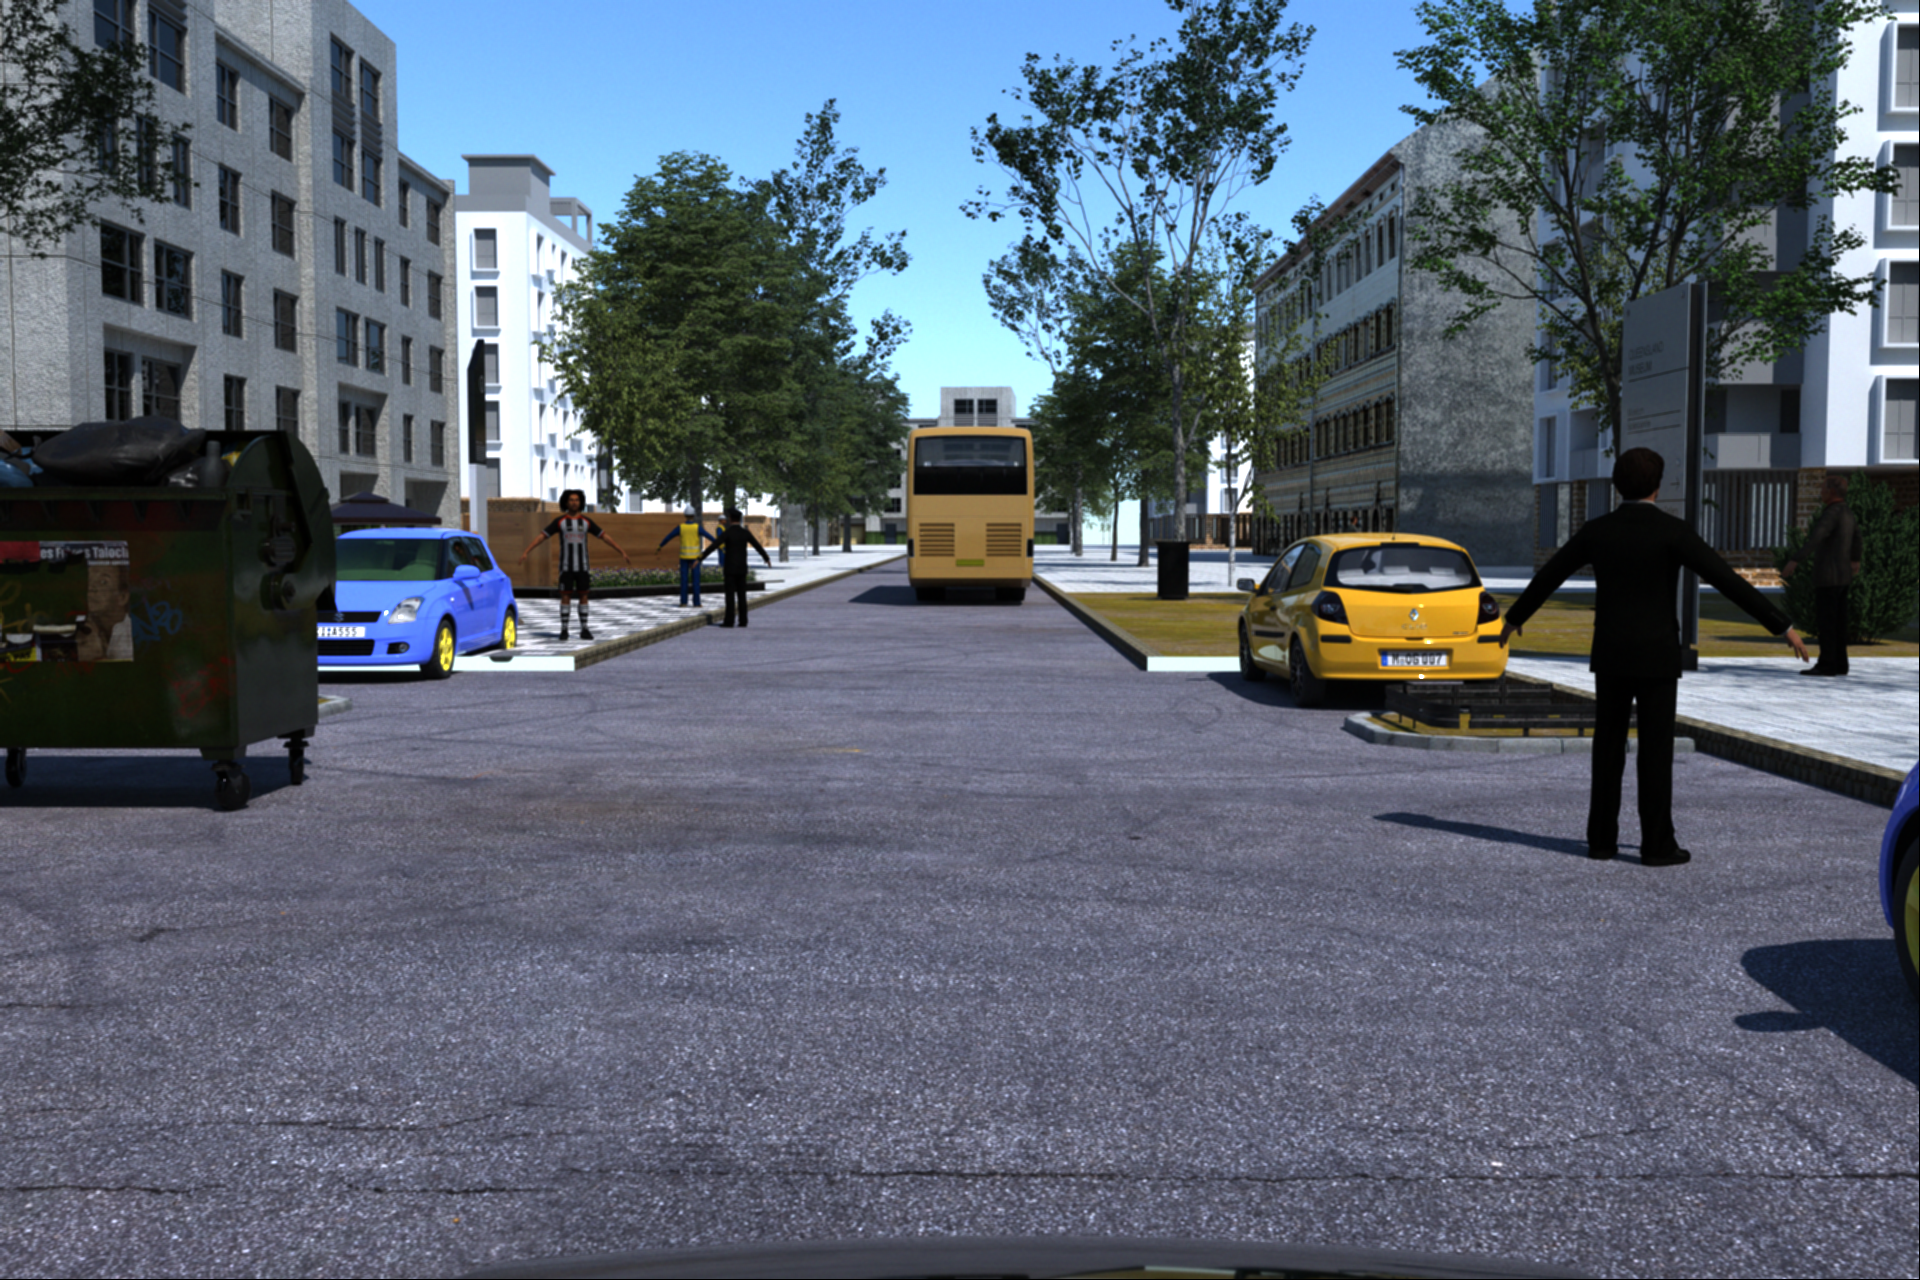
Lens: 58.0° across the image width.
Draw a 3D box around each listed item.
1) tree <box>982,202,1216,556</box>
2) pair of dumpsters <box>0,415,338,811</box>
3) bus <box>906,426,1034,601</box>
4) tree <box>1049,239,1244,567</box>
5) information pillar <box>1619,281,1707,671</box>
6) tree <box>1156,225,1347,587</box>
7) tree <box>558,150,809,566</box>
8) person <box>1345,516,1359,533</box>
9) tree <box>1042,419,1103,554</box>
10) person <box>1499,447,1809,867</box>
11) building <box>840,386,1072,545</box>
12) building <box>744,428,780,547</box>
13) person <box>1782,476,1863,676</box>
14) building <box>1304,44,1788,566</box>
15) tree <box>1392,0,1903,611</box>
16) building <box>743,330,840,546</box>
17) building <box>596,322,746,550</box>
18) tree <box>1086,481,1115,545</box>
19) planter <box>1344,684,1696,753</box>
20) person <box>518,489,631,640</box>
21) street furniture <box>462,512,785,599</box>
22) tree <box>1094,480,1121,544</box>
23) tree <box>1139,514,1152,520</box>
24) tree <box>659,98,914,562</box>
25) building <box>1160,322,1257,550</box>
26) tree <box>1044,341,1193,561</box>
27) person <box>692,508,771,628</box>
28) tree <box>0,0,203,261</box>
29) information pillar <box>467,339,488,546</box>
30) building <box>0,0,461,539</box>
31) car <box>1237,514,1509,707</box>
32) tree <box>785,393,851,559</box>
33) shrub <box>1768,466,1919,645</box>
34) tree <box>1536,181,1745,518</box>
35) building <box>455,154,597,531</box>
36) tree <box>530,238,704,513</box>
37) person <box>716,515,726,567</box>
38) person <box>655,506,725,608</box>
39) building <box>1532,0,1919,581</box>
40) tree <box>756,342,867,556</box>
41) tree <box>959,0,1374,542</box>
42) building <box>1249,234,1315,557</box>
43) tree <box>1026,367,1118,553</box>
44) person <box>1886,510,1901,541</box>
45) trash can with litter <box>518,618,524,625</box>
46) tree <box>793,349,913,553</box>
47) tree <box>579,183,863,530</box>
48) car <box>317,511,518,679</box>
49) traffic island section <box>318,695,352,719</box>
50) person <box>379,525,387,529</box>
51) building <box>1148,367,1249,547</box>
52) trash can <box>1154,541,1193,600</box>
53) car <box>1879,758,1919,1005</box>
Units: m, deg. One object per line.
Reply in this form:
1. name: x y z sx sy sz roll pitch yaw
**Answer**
1. tree: 8.104 -14.840 98.518 12.611 20.169 13.585 0 3 0
2. pair of dumpsters: -5.802 -0.268 9.325 4.436 2.255 1.574 0 4 0
3. bus: 0.251 -2.971 40.124 2.896 3.916 12.252 0 4 0
4. tree: 7.196 -9.141 67.586 7.486 12.596 7.792 0 3 0
5. information pillar: 6.849 -1.569 16.977 0.184 3.620 1.656 0 4 0
6. tree: 6.826 -5.593 41.801 4.737 8.622 4.395 0 3 0
7. tree: -8.401 -8.196 52.124 7.486 12.596 7.792 0 3 0
8. person: 11.520 -2.716 50.681 0.705 1.796 1.348 -1 4 -20
9. tree: 7.130 -9.803 110.643 4.360 8.622 3.978 0 3 0
10. person: 2.972 0.065 7.588 1.347 1.806 0.705 3 5 42
11. building: -1.759 -21.138 214.525 31.486 18.905 16.747 0 4 4
12. building: -23.740 -19.025 167.474 16.016 20.090 11.380 0 4 1
13. person: 7.891 -0.584 15.725 1.348 1.807 0.705 -3 4 -39
14. building: 26.715 -15.061 77.169 19.493 23.208 18.063 0 4 1
15. tree: 11.050 -6.279 28.419 9.928 11.665 9.643 0 3 0
16. building: -23.087 -21.957 189.928 19.493 23.208 18.063 0 4 0
17. building: -24.555 -17.639 144.818 16.016 20.090 11.380 0 4 0
18. tree: 17.662 -15.888 210.124 4.360 8.622 3.978 0 3 0
19. planter: 3.811 0.540 12.313 1.991 0.319 1.994 0 4 -1
20. person: -4.692 -0.913 21.074 1.345 1.843 0.704 -1 4 -21
21. street furniture: -7.497 -1.907 38.041 9.812 1.723 11.010 2 4 28
22. tree: 18.792 -16.144 214.315 4.360 8.622 3.978 0 3 0
23. tree: 25.685 -18.058 213.382 7.486 12.596 7.792 0 3 0
24. tree: -7.797 -13.526 77.046 12.611 20.169 13.585 0 3 0
25. building: 23.115 -18.251 154.828 16.016 20.090 11.380 0 3 0
26. tree: 7.647 -9.032 82.088 7.601 10.594 8.767 -1 4 -10
27. person: -3.470 -1.116 26.639 1.347 1.837 0.705 -2 4 -35
28. tree: -11.772 -5.013 16.374 8.767 10.594 7.601 -2 4 -34
29. information pillar: -5.741 -1.792 20.652 0.183 3.616 0.504 0 4 0
30. building: -28.604 -11.497 54.441 16.747 18.905 31.486 0 4 0
31. car: 3.618 -0.339 15.764 2.015 1.641 3.980 0 4 0
32. tree: -7.702 -8.481 89.030 4.737 8.622 4.395 0 3 0
33. shrub: 10.407 -0.991 20.239 1.661 2.075 1.752 0 3 0
34. tree: 14.106 -5.235 35.958 4.737 8.622 4.395 0 3 0
35. building: -26.092 -14.148 87.732 16.016 20.090 11.380 0 4 -1
36. tree: -8.787 -5.740 44.203 4.737 8.622 4.395 0 3 0
37. person: -6.783 -2.670 49.623 0.705 1.833 1.349 0 4 1
38. person: -4.722 -1.459 30.312 1.216 1.772 0.721 0 4 -5
39. building: 24.040 -12.153 55.116 16.016 20.090 11.380 0 4 1
40. tree: -8.852 -11.237 101.859 7.486 12.596 7.792 0 3 0
41. tree: 6.287 -12.129 54.195 12.611 20.169 13.585 0 3 0
42. building: 27.232 -16.248 96.590 19.493 23.208 18.063 0 3 0
43. tree: 7.494 -12.212 117.801 7.486 12.596 7.792 0 3 0
44. person: 20.968 -1.997 38.792 1.346 1.812 0.704 -3 5 -44
45. trash can with litter: -6.428 -0.733 23.365 1.055 1.170 0.624 0 4 0
46. tree: -7.869 -12.958 118.522 9.857 13.997 8.962 0 3 0
47. tree: -8.426 -9.517 62.259 9.857 13.997 8.962 0 3 0
48. car: -5.891 -0.526 18.190 1.945 1.707 3.694 0 4 0
49. traffic island section: -5.954 0.564 13.653 1.991 0.108 1.994 0 4 1
50. person: -17.442 -2.857 52.565 0.705 1.847 1.347 -2 4 -23
51. building: 24.863 -19.917 182.061 16.016 20.090 11.380 0 4 1
52. trash can: 4.148 -1.348 33.690 0.748 1.137 0.748 0 3 0
53. car: 3.650 0.350 3.875 1.945 1.707 3.694 0 4 1
